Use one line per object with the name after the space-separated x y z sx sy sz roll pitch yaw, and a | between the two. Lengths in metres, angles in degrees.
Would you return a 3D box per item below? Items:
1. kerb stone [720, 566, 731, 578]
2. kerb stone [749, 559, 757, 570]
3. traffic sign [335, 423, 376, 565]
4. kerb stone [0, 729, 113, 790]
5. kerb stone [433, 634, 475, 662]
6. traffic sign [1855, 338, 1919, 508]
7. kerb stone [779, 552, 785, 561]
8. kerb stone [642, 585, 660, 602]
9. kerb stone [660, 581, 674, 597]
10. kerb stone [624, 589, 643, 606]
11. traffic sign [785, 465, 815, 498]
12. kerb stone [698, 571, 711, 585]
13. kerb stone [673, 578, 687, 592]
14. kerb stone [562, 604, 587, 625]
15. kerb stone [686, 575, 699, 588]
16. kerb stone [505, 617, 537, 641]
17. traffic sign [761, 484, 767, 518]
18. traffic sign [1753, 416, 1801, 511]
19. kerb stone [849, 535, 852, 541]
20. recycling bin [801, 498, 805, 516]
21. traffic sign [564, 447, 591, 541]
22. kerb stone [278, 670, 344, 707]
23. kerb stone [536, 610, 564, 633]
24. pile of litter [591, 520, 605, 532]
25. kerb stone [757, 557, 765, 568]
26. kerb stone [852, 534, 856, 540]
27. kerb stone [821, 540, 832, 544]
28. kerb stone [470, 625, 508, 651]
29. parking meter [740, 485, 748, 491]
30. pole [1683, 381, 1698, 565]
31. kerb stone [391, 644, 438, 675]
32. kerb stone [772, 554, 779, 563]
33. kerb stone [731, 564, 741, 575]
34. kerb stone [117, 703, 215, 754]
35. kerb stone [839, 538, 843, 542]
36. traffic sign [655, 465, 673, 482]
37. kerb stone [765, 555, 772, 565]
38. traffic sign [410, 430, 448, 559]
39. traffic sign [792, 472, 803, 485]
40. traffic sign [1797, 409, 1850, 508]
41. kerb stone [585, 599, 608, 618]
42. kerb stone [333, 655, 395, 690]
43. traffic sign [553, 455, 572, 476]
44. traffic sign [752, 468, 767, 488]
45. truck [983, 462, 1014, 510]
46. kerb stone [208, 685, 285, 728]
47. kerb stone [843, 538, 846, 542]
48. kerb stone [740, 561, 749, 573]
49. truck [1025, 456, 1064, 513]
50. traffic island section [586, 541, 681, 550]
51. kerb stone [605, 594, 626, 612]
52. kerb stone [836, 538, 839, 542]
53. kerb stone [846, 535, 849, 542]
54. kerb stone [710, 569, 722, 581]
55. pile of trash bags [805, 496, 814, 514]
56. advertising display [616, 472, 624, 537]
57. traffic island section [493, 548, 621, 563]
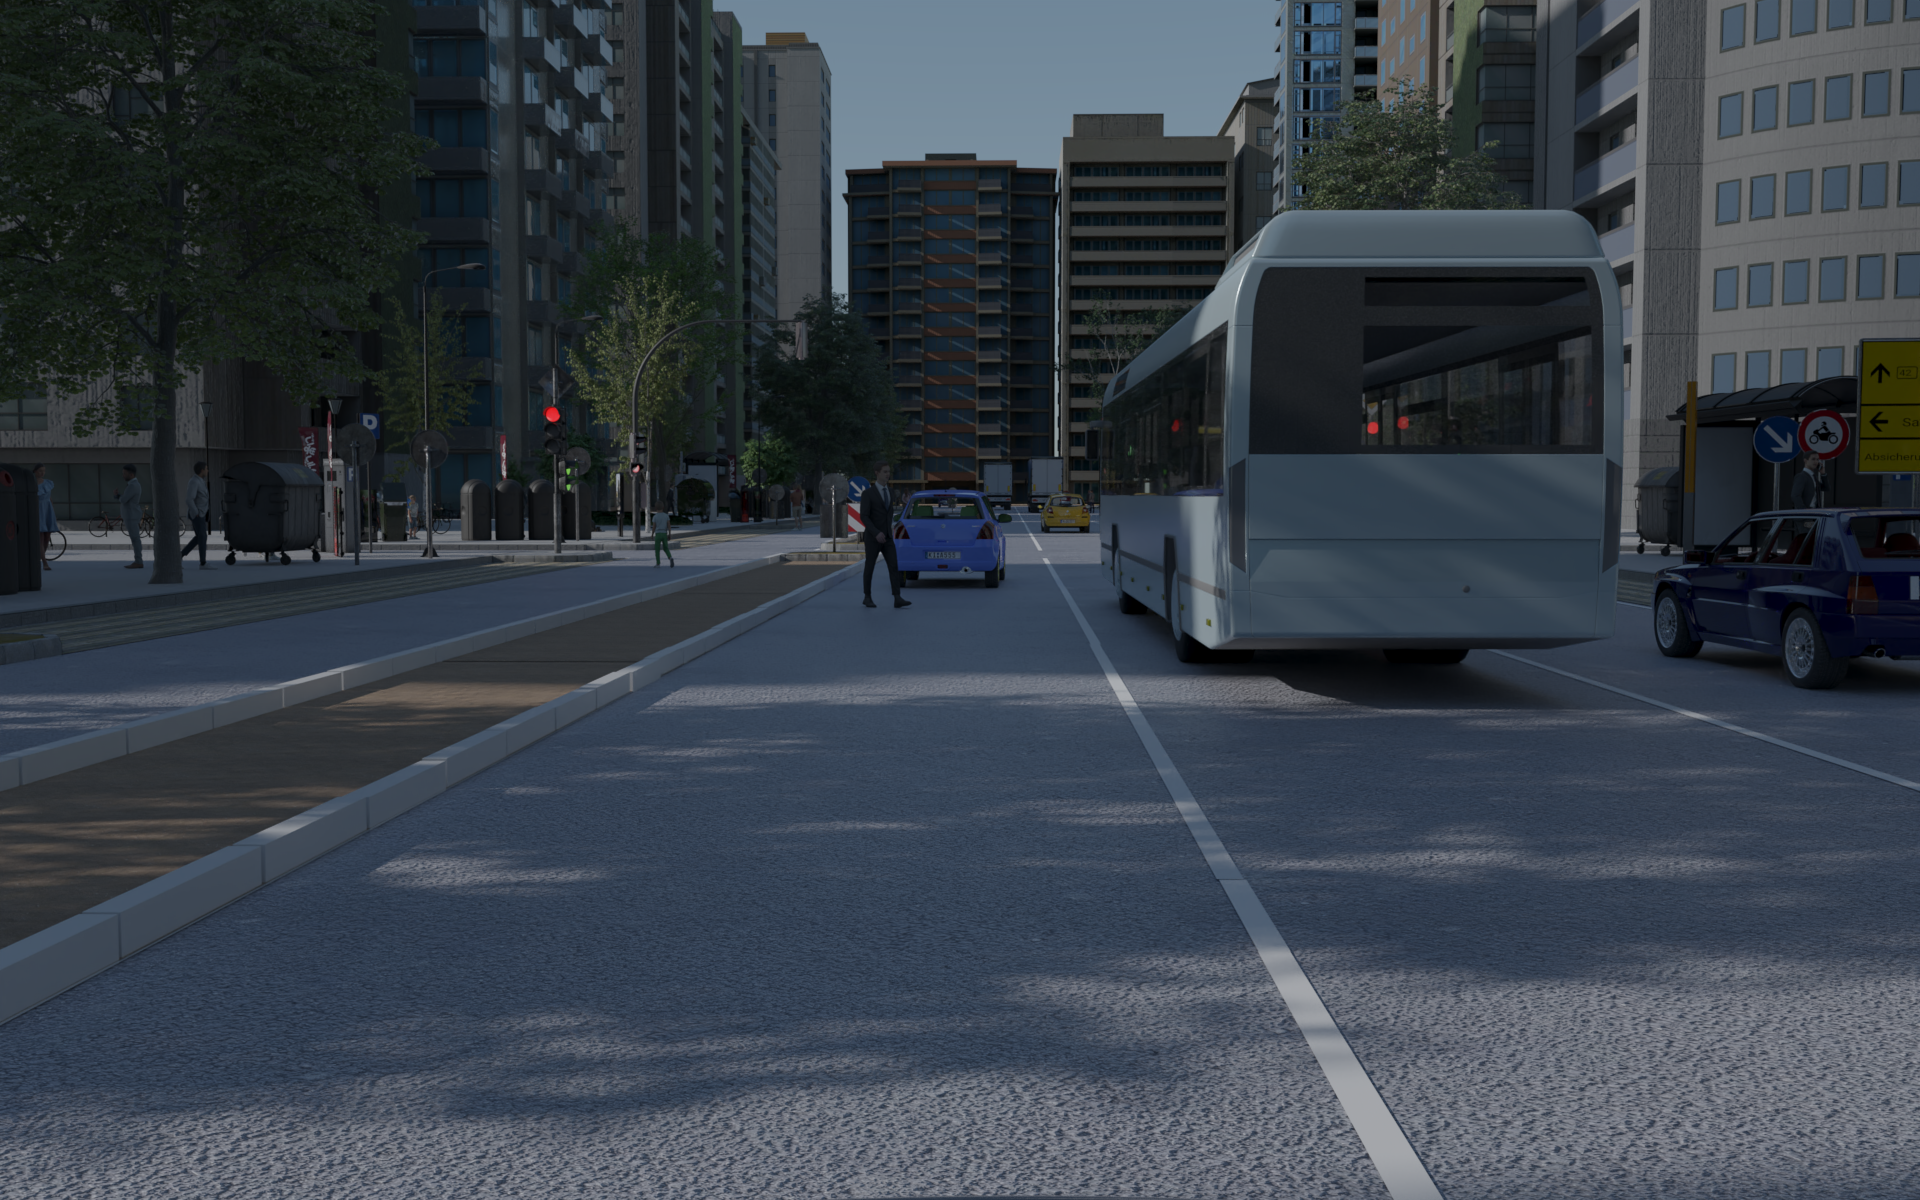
-4.077 -0.445 29.479 0.120 0.150 1.000 0 4 2 | kerb stone
-3.987 -0.630 32.550 0.120 0.150 1.000 0 4 2 | kerb stone
-10.877 -1.900 31.170 0.768 2.556 0.104 0 4 6 | traffic sign
-4.629 0.809 8.965 0.120 0.150 1.000 0 4 2 | kerb stone
-4.465 0.435 15.115 0.120 0.150 1.000 0 4 2 | kerb stone
12.852 -1.755 22.562 2.265 3.308 0.079 0 4 8 | traffic sign
-3.876 -0.882 36.640 0.120 0.150 1.000 0 4 2 | kerb stone
-4.239 -0.068 23.315 0.120 0.150 1.000 0 4 2 | kerb stone
-4.210 -0.130 24.336 0.120 0.150 1.000 0 4 2 | kerb stone
-4.275 -0.006 22.289 0.120 0.150 1.000 0 4 2 | kerb stone
-10.526 -7.328 113.685 2.265 3.308 0.079 1 4 9 | traffic sign
-4.122 -0.318 27.429 0.120 0.150 1.000 0 4 2 | kerb stone
-4.183 -0.194 25.362 0.120 0.150 1.000 0 4 2 | kerb stone
-4.353 0.182 19.217 0.120 0.150 1.000 0 4 2 | kerb stone
-4.161 -0.256 26.385 0.120 0.150 1.000 0 4 2 | kerb stone
-4.412 0.307 17.171 0.120 0.150 1.000 0 4 2 | kerb stone
-10.225 -5.475 91.642 0.606 2.300 0.079 0 4 2 | traffic sign
13.330 -1.723 28.284 0.768 2.556 0.104 1 4 10 | traffic sign
-3.444 -1.849 52.488 0.120 0.150 1.000 0 4 2 | kerb stone
-9.771 -5.580 103.784 0.722 1.027 0.722 2 4 26 | recycling bin
-10.388 -2.867 46.977 0.768 2.556 0.104 0 4 8 | traffic sign
-4.547 0.627 12.033 0.120 0.150 1.000 0 4 2 | kerb stone
-4.380 0.245 18.195 0.120 0.150 1.000 0 4 2 | kerb stone
-12.976 -2.745 58.846 1.719 0.858 1.176 0 4 7 | pile of litter
-3.957 -0.696 33.571 0.120 0.150 1.000 0 4 2 | kerb stone
-3.406 -1.915 53.509 0.120 0.150 1.000 0 4 2 | kerb stone
-3.611 -1.478 46.355 0.120 0.150 1.000 0 4 2 | kerb stone
-4.440 0.370 16.141 0.120 0.150 1.000 0 4 2 | kerb stone
-12.545 -5.807 100.660 0.399 1.863 0.255 1 4 13 | parking meter
13.246 -2.298 31.410 0.158 3.312 0.155 0 3 0 | pole
-4.493 0.498 14.091 0.120 0.150 1.000 0 4 2 | kerb stone
-3.899 -0.821 35.618 0.120 0.150 1.000 0 4 2 | kerb stone
-4.046 -0.507 30.501 0.120 0.150 1.000 0 4 2 | kerb stone
-4.599 0.747 9.986 0.120 0.150 1.000 0 4 2 | kerb stone
-3.531 -1.663 49.422 0.120 0.150 1.000 0 4 2 | kerb stone
-12.760 -4.559 74.653 0.768 2.556 0.104 0 4 6 | traffic sign
-3.936 -0.757 34.597 0.120 0.150 1.000 0 4 2 | kerb stone
-10.532 -2.095 34.363 0.768 2.556 0.104 0 4 4 | traffic sign
-9.539 -6.167 100.943 0.768 2.556 0.104 0 4 4 | traffic sign
12.939 -1.586 26.041 0.768 2.556 0.104 0 4 3 | traffic sign
-4.323 0.123 20.238 0.120 0.150 1.000 0 4 2 | kerb stone
-4.515 0.559 13.054 0.120 0.150 1.000 0 4 2 | kerb stone
-11.936 -3.195 52.346 0.768 2.556 0.104 0 4 4 | traffic sign
-9.807 -5.171 84.648 0.768 2.556 0.104 0 4 6 | traffic sign
3.487 -10.345 158.048 2.839 4.237 11.283 0 4 1 | truck
-4.573 0.689 11.008 0.120 0.150 1.000 0 4 2 | kerb stone
-3.495 -1.728 50.444 0.120 0.150 1.000 0 4 2 | kerb stone
-4.015 -0.570 31.522 0.120 0.150 1.000 0 4 2 | kerb stone
6.555 -8.913 134.645 2.839 4.237 11.283 0 4 1 | truck
-8.497 -1.417 45.448 2.009 0.180 2.903 0 4 2 | traffic island section
-4.298 0.057 21.267 0.120 0.150 1.000 0 4 2 | kerb stone
-3.551 -1.603 48.400 0.120 0.150 1.000 0 4 2 | kerb stone
-3.468 -1.790 51.466 0.120 0.150 1.000 0 4 2 | kerb stone
-4.100 -0.383 28.457 0.120 0.150 1.000 0 4 2 | kerb stone
-10.772 -6.256 112.042 1.912 1.369 3.447 -3 5 -40 | pile of trash bags
-10.229 -2.869 52.115 0.123 1.923 0.974 -1 4 -18 | advertising display
-8.715 -0.929 37.466 2.009 0.180 2.903 0 4 2 | traffic island section
